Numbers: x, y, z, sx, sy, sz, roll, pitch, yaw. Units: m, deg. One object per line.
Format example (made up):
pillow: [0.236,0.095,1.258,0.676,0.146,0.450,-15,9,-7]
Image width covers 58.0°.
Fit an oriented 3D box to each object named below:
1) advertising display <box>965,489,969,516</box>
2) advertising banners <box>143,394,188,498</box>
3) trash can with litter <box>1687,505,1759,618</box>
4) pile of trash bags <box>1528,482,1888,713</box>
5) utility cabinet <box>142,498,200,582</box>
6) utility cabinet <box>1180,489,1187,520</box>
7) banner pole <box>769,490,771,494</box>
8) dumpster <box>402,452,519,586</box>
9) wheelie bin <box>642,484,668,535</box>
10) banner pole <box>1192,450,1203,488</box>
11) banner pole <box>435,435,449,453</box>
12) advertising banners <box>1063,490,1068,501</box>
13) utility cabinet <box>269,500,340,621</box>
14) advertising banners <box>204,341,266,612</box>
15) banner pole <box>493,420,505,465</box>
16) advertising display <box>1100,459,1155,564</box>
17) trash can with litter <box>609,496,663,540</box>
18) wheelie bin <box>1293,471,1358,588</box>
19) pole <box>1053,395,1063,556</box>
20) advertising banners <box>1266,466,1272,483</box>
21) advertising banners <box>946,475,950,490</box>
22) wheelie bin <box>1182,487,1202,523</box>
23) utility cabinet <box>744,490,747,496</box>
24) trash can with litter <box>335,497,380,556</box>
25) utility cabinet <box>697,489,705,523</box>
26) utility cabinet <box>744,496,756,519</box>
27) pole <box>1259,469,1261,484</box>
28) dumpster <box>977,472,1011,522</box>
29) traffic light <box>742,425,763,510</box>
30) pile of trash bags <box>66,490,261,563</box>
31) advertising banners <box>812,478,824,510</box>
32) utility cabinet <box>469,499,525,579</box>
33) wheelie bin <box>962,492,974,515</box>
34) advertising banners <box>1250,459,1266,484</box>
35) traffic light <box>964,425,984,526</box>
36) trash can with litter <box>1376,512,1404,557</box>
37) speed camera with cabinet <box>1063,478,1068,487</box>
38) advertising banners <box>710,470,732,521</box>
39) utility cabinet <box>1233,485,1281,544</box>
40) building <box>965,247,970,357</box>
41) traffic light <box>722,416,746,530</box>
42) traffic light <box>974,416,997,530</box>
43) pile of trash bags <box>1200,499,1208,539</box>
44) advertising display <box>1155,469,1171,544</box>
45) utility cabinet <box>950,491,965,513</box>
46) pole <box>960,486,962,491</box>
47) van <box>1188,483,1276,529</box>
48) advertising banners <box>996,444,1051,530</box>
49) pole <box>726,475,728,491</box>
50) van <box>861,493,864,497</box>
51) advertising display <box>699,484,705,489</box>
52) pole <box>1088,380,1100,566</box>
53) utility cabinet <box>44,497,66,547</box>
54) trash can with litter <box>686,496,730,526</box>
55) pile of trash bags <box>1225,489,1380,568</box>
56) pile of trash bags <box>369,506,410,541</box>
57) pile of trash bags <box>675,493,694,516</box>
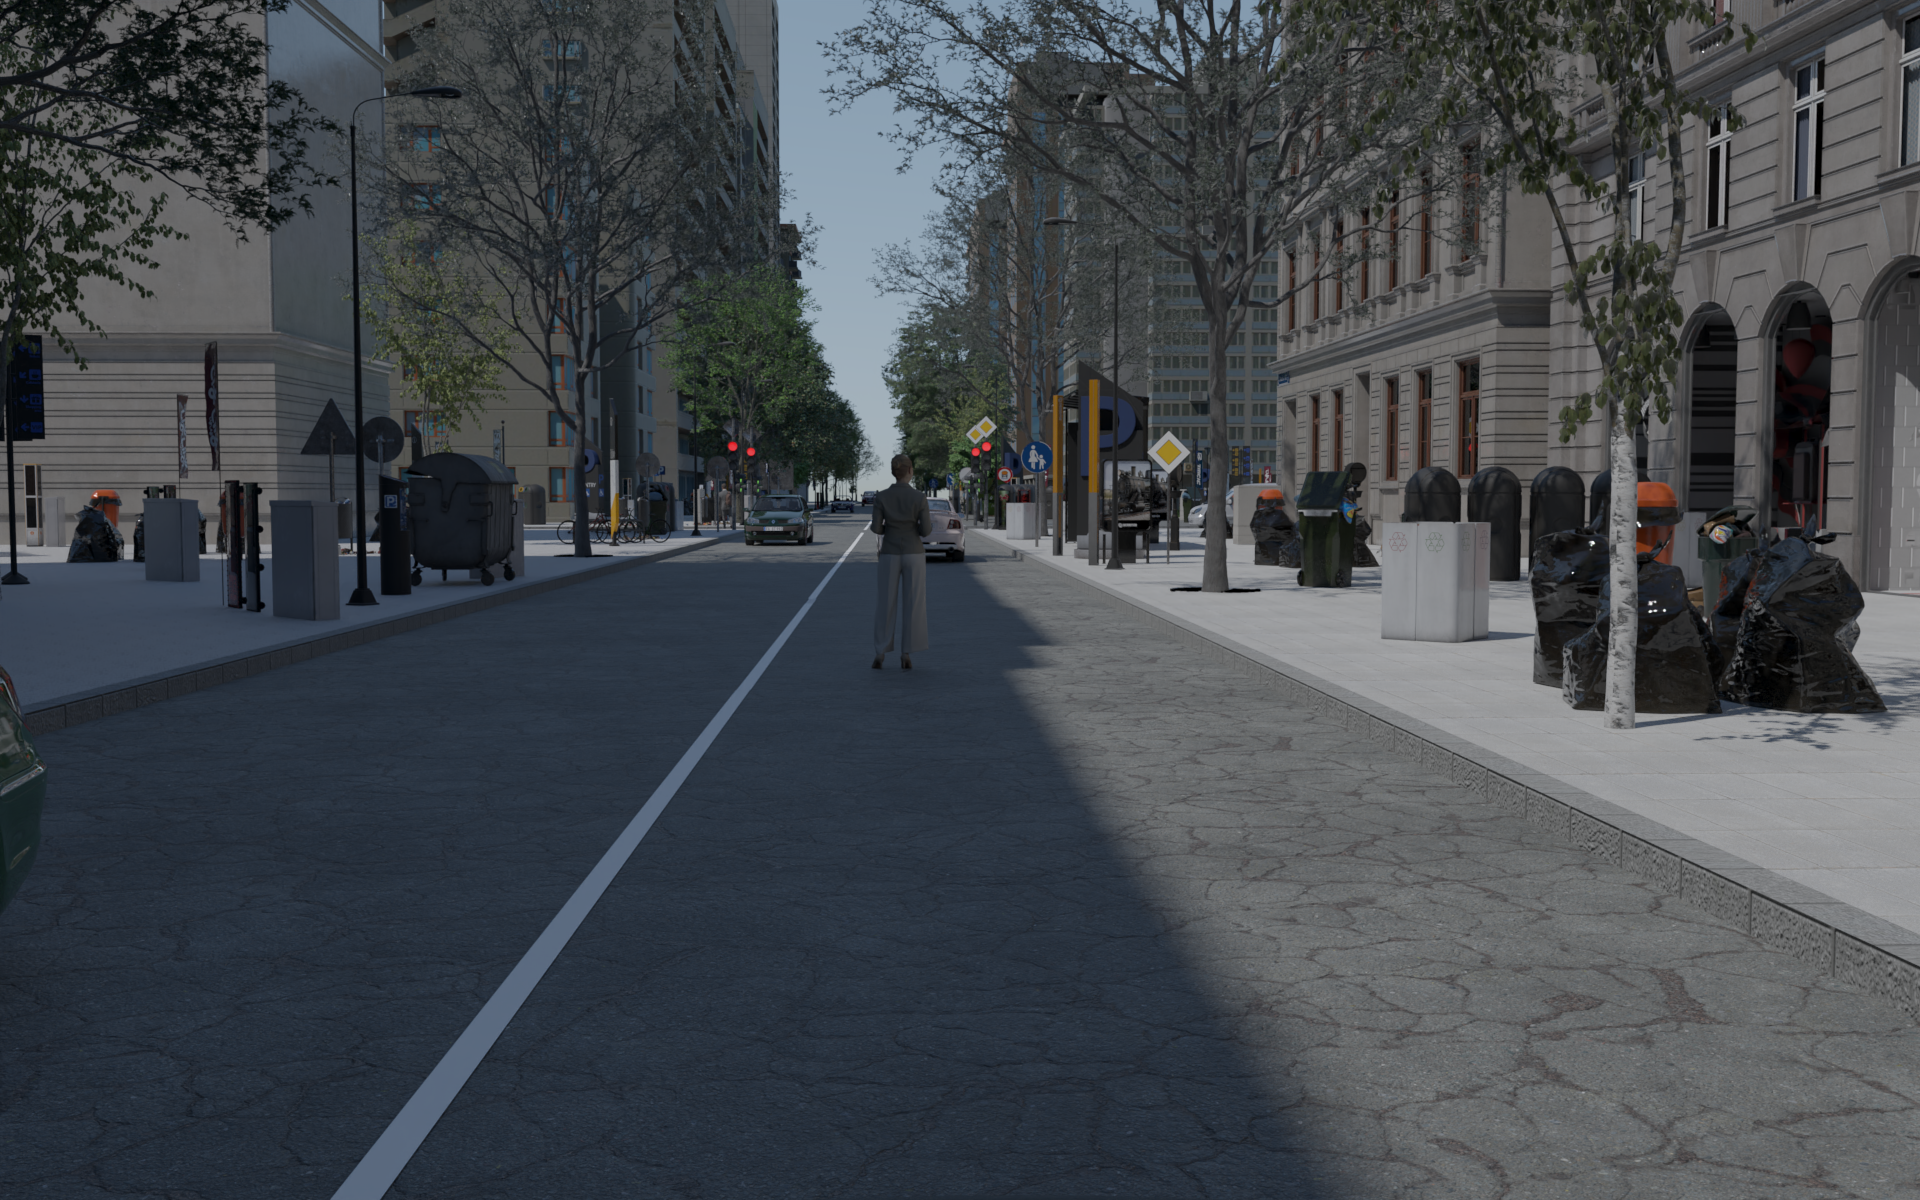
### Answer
advertising display: [0.390,-6.000,103.306,0.123,1.923,0.974,0,4,-7]
advertising banners: [-13.582,-2.051,29.729,0.090,3.025,2.074,0,4,-5]
trash can with litter: [7.776,-0.404,17.999,0.624,1.170,1.055,-1,4,-15]
pile of trash bags: [4.815,-0.116,11.648,1.912,1.369,3.447,1,4,12]
utility cabinet: [-11.660,-0.885,25.625,1.020,1.237,0.306,2,4,35]
utility cabinet: [10.971,-4.564,83.296,0.318,1.500,1.173,2,4,32]
banner pole: [-11.525,-7.031,104.967,0.401,3.779,0.863,0,4,-7]
dumpster: [-7.128,-1.163,24.779,1.264,1.857,1.865,0,4,-2]
wheelie bin: [-9.584,-2.843,54.395,0.693,1.594,0.980,-2,4,-34]
banner pole: [11.945,-5.965,87.548,0.401,3.779,0.863,-3,5,-40]
banner pole: [-21.713,-5.065,72.834,0.401,3.779,0.863,3,4,37]
advertising banners: [4.178,-3.948,60.740,2.074,3.025,0.090,-2,4,-30]
utility cabinet: [-6.785,-0.415,17.952,0.306,1.237,1.020,-3,5,-44]
advertising banners: [-8.168,-1.422,19.442,0.090,3.025,2.074,-3,4,-37]
banner pole: [-15.633,-4.212,58.883,0.863,3.779,0.401,3,5,43]
advertising display: [3.058,-1.631,31.887,0.974,1.923,0.123,-1,4,-14]
trash can with litter: [-9.221,-2.322,49.017,1.678,1.210,2.233,1,4,17]
wheelie bin: [5.069,-0.984,23.995,0.980,1.594,0.693,3,4,38]
pole: [2.031,-2.571,35.874,0.158,3.312,0.155,0,3,0]
advertising banners: [18.714,-6.895,108.920,0.090,3.025,2.074,-3,5,-41]
advertising banners: [-0.421,-7.576,120.056,0.090,3.025,2.074,2,4,34]
wheelie bin: [10.377,-4.276,77.828,0.980,1.594,0.693,-3,4,-36]
utility cabinet: [-12.349,-5.742,102.562,1.173,1.500,0.318,0,4,-6]
trash can with litter: [-12.863,-1.594,37.126,1.678,1.210,2.233,2,4,29]
utility cabinet: [-11.420,-4.102,75.752,0.318,1.500,1.173,0,4,1]
utility cabinet: [-8.901,-3.796,73.220,0.306,1.237,1.020,1,4,12]
pole: [23.982,-8.843,138.427,0.158,3.312,0.155,0,3,0]
dumpster: [1.503,-4.584,77.446,1.502,2.255,1.985,0,4,-2]
traffic light: [-8.397,-4.958,69.988,0.839,4.253,0.868,0,4,-2]
pile of trash bags: [-15.294,-1.433,33.177,3.447,1.369,1.912,0,4,-3]
advertising banners: [-11.662,-8.929,142.170,0.090,3.025,2.074,-2,4,-31]
utility cabinet: [-7.123,-0.947,26.648,0.306,1.237,1.020,1,4,23]
wheelie bin: [0.560,-6.061,107.006,0.693,1.594,0.980,2,4,25]
advertising banners: [14.846,-5.543,86.815,0.090,3.025,2.074,2,4,28]
traffic light: [0.607,-4.981,70.355,0.839,4.253,0.868,0,4,-2]
trash can with litter: [9.022,-1.460,35.255,1.055,1.170,0.624,2,4,25]
speed camera with cabinet: [5.410,-6.360,98.313,2.038,3.252,0.660,-3,5,-43]
advertising banners: [-11.280,-5.283,82.572,0.090,3.025,2.074,2,4,26]
utility cabinet: [7.513,-2.152,43.856,1.173,1.500,0.318,-1,4,-17]
building: [12.114,-38.900,290.643,22.147,44.769,28.867,0,4,-2]
traffic light: [-8.084,-4.470,62.009,0.839,4.253,0.868,0,4,-2]
traffic light: [0.920,-4.493,62.376,0.839,4.253,0.868,0,4,-2]
pile of trash bags: [7.918,-2.439,49.627,1.912,1.369,3.447,0,4,4]
advertising display: [4.980,-2.428,44.905,0.974,1.923,0.123,0,4,-1]
utility cabinet: [-0.088,-6.622,116.956,1.173,1.500,0.318,1,4,15]
pole: [0.073,-8.379,130.842,0.158,3.312,0.155,0,3,0]
van: [10.829,-3.636,66.456,4.112,2.044,2.013,0,4,-1]
advertising banners: [2.246,-3.976,61.203,2.074,3.025,0.090,2,4,23]
pole: [-19.358,-9.188,144.066,0.158,3.312,0.155,0,3,0]
van: [-11.564,-13.015,219.812,2.013,2.044,4.112,0,4,-2]
advertising display: [-17.010,-6.667,114.226,0.123,1.923,0.974,-1,4,-23]
pole: [2.402,-2.273,31.013,0.158,3.312,0.155,0,3,0]
utility cabinet: [-22.094,-1.904,42.290,0.306,1.237,1.020,-1,4,-18]
trash can with litter: [-10.439,-3.788,72.985,2.233,1.210,1.678,0,4,-1]
pile of trash bags: [6.173,-1.332,31.537,1.912,1.369,3.447,-1,4,-13]
pile of trash bags: [-14.345,-2.266,46.805,3.447,1.369,1.912,2,4,34]
pile of trash bags: [-16.659,-5.807,104.704,1.912,1.369,3.447,1,4,15]
